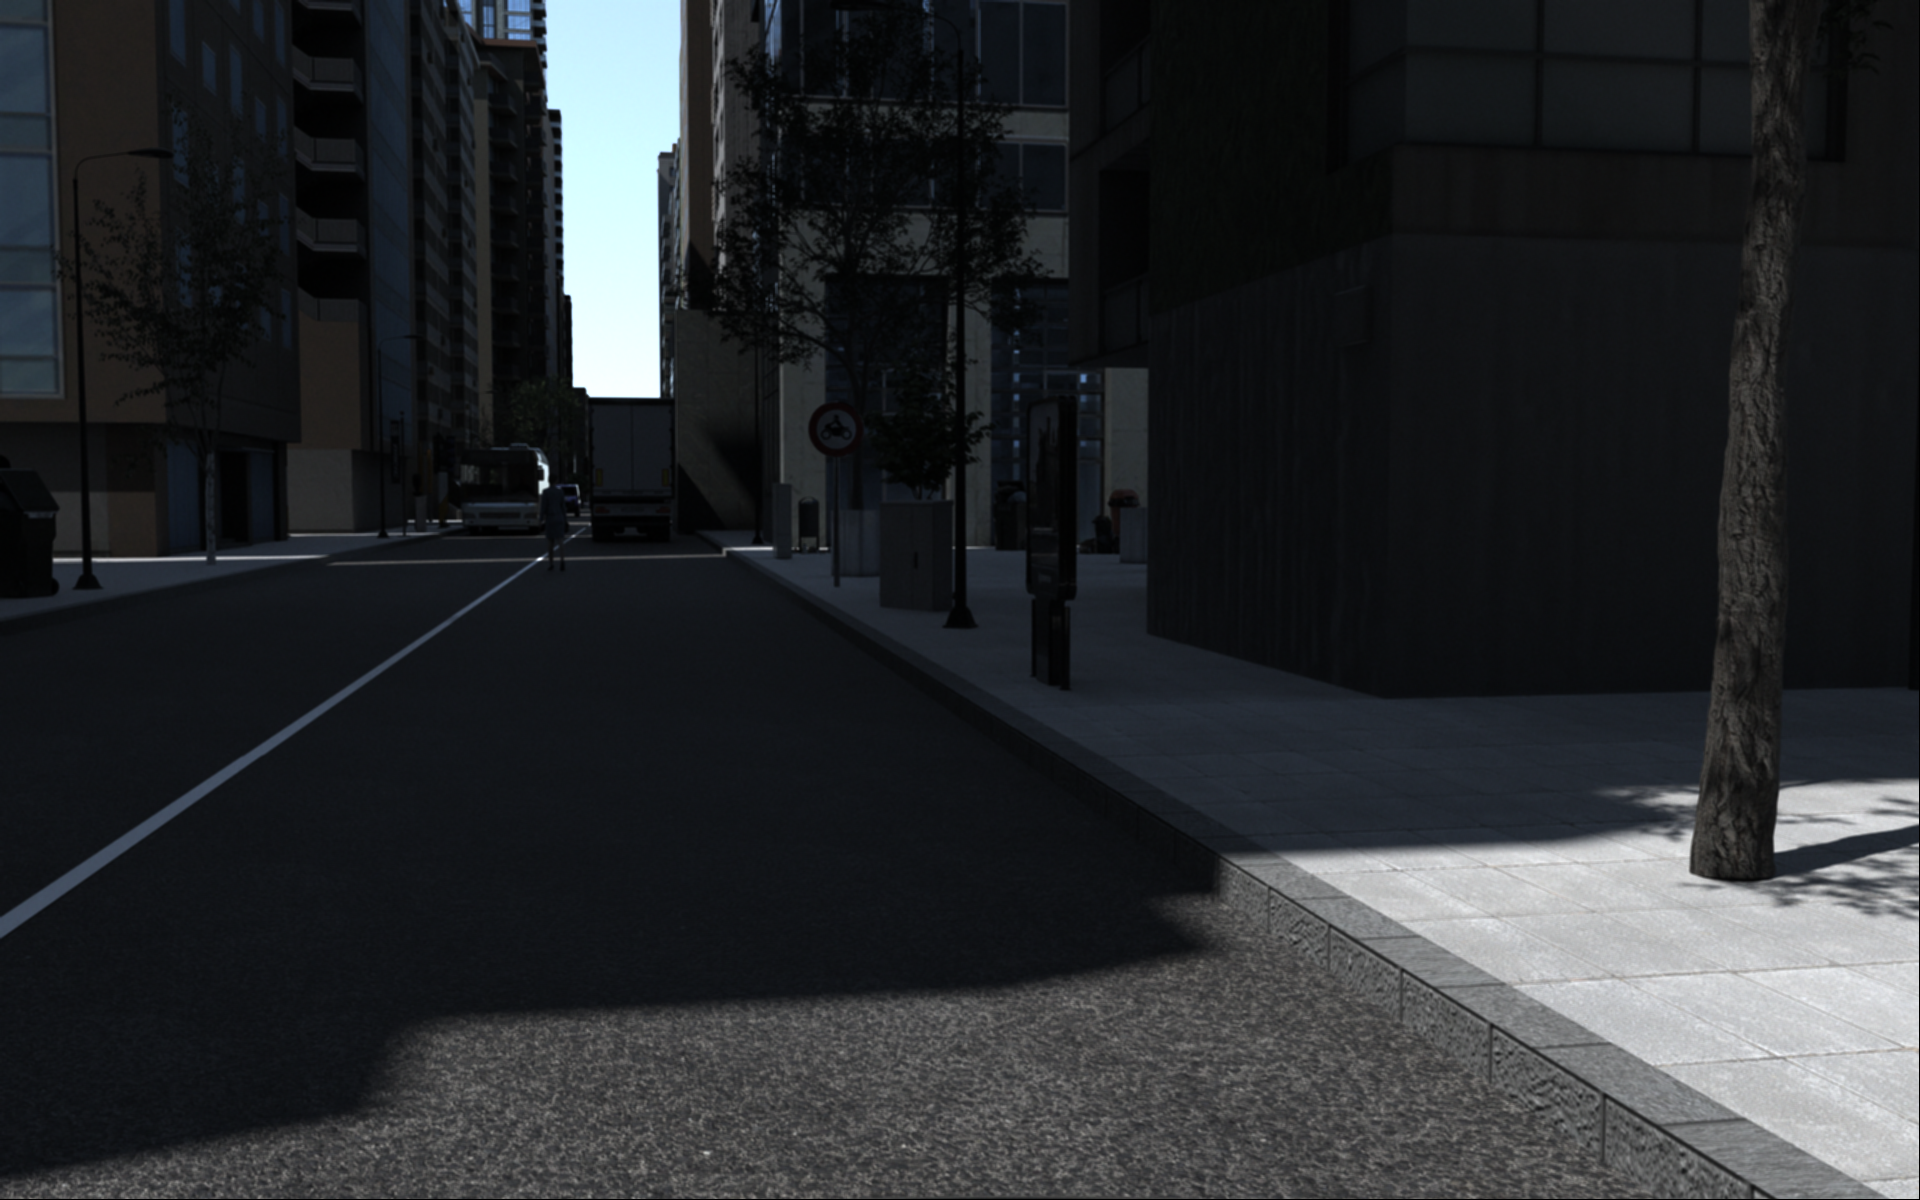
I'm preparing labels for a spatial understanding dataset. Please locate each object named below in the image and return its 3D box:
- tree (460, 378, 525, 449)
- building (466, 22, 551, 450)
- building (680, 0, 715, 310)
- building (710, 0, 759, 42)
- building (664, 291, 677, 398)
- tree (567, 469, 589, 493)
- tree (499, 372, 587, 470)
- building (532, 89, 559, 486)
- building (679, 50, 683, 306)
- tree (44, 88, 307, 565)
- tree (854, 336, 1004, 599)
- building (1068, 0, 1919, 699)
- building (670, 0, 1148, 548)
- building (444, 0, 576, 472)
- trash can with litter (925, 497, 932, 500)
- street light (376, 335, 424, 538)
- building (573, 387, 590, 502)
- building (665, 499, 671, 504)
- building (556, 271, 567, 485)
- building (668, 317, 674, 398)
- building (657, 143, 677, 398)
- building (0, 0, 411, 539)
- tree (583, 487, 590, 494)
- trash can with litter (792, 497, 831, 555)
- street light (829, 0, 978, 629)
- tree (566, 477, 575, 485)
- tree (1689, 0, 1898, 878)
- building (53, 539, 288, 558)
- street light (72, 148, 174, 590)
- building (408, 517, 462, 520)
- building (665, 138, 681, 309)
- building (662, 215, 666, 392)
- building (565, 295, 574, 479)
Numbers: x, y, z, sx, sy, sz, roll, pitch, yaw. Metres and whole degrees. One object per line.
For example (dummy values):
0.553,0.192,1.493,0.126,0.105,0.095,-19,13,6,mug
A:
-29.210,-9.731,109.464,4.360,8.622,3.978,0,3,0,tree
-50.466,-31.124,163.498,22.147,44.769,28.867,-1,4,-11,building
-10.363,-28.074,109.117,14.600,45.320,14.200,-1,4,-11,building
-5.297,-24.746,88.190,14.086,41.232,14.154,-1,4,-11,building
-35.144,-29.105,247.564,14.160,30.474,14.107,-1,4,-11,building
-49.820,-14.817,225.968,4.285,4.588,4.351,0,3,0,tree
-35.618,-13.549,147.273,9.928,11.665,9.643,0,3,0,tree
-51.105,-32.729,185.229,14.600,45.320,14.200,-1,4,-11,building
-19.106,-29.290,162.486,14.154,41.232,14.086,-1,4,-11,building
-13.776,-4.948,31.269,4.360,8.622,3.978,0,3,0,tree
-0.569,-1.640,21.417,1.663,3.219,1.824,0,3,0,tree
8.297,-20.427,17.579,14.154,41.232,14.086,-1,4,-11,building
1.985,-45.421,55.303,22.319,86.520,31.000,-1,4,-11,building
-69.547,-57.982,260.681,22.319,86.520,31.000,-1,4,-11,building
-0.720,-1.727,39.293,1.678,1.210,2.233,-1,4,-13,trash can with litter
-16.306,-4.766,50.470,1.470,5.913,1.316,-1,4,-11,street light
-76.774,-27.328,291.848,27.650,21.520,28.899,-1,4,-11,building
-7.984,-27.466,140.946,32.217,40.220,23.993,-1,4,-11,building
-56.646,-27.065,214.209,14.160,30.474,14.107,-1,4,-11,building
-16.915,-20.828,185.584,27.650,21.520,28.899,-1,4,-11,building
-41.124,-46.239,298.005,21.231,58.520,28.212,-1,4,-11,building
-27.284,-25.051,59.691,14.200,45.320,14.600,-1,4,-11,building
-57.226,-16.535,264.943,1.663,3.219,1.824,0,3,0,tree
-2.927,-1.637,37.820,2.233,1.210,1.678,-3,5,-44,trash can with litter
-0.529,-2.683,16.406,1.470,5.913,1.316,-1,4,-11,street light
-44.795,-12.518,199.274,1.663,3.219,1.824,0,3,0,tree
2.956,-4.351,5.543,7.601,10.594,8.767,0,4,-5,tree
-23.845,-23.777,38.864,14.600,45.320,14.200,-1,4,-11,building
-11.252,-3.105,23.315,1.470,5.913,1.316,-1,4,-11,street light
-39.855,-24.308,89.313,32.217,40.220,23.993,-1,4,-11,building
-23.627,-36.348,213.899,23.786,49.044,30.456,-1,4,-11,building
-34.869,-39.759,269.675,23.786,49.044,30.456,-1,4,-11,building
-61.084,-28.663,240.337,14.160,30.474,14.107,-1,4,-11,building
